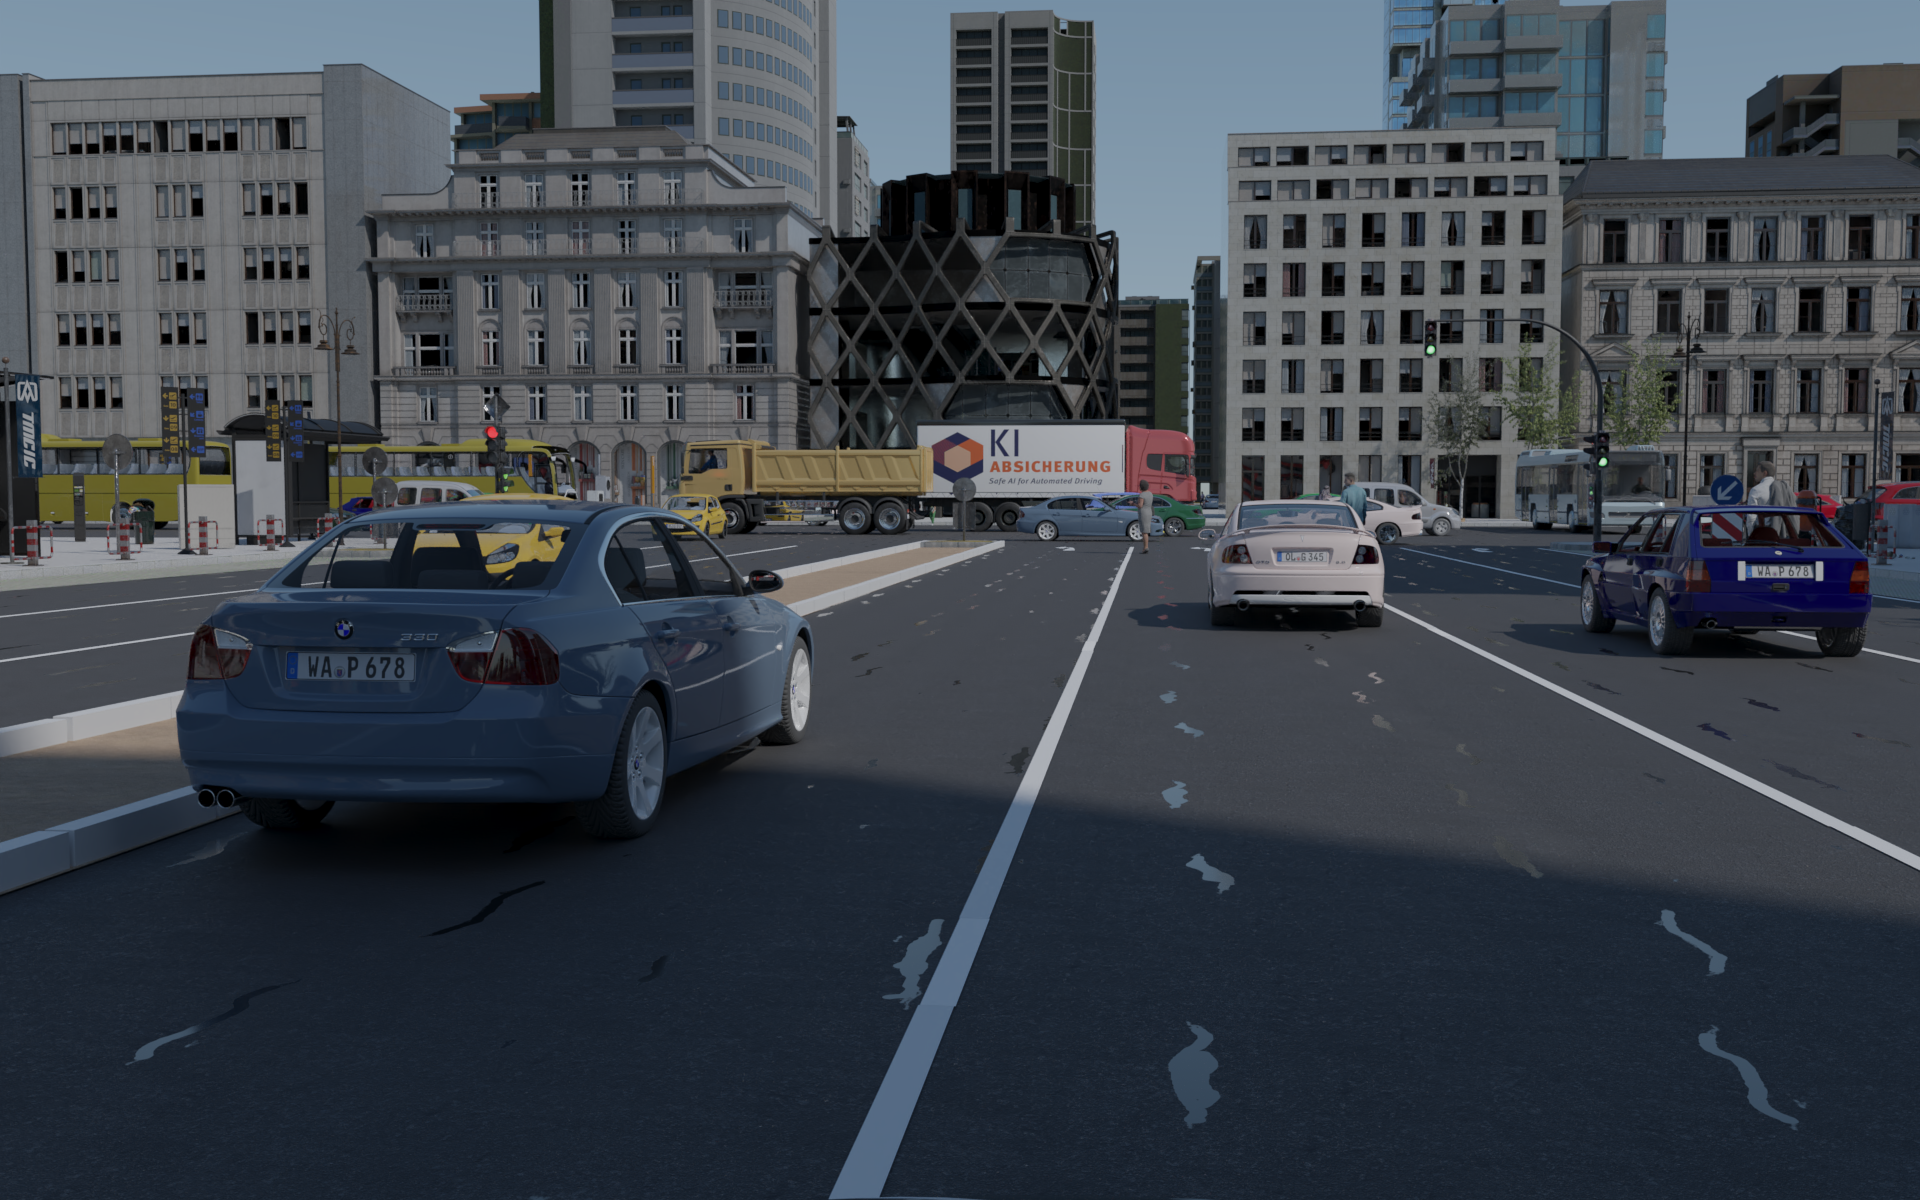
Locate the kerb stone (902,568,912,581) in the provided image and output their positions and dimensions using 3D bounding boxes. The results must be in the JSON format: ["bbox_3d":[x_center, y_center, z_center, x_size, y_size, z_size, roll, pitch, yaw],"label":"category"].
[{"bbox_3d":[-0.967,-0.395,28.647,0.120,0.150,1.000,0,4,6],"label":"kerb stone"}]

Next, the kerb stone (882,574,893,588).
[{"bbox_3d":[-1.197,-0.269,26.598,0.120,0.150,1.000,0,4,6],"label":"kerb stone"}]

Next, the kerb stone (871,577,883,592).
[{"bbox_3d":[-1.311,-0.207,25.578,0.120,0.150,1.000,0,4,6],"label":"kerb stone"}]

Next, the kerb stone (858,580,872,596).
[{"bbox_3d":[-1.423,-0.142,24.545,0.120,0.150,1.000,0,4,6],"label":"kerb stone"}]

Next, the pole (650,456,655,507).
[{"bbox_3d":[-16.448,-6.044,92.662,0.158,3.312,0.155,0,3,0],"label":"pole"}]

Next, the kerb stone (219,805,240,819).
[{"bbox_3d":[-3.273,0.862,8.146,0.120,0.150,1.000,0,4,6],"label":"kerb stone"}]

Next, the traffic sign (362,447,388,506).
[{"bbox_3d":[-15.722,-2.839,46.530,0.768,2.556,0.104,1,4,13],"label":"traffic sign"}]

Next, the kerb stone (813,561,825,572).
[{"bbox_3d":[-2.700,-0.596,31.982,0.120,0.150,1.000,0,4,6],"label":"kerb stone"}]

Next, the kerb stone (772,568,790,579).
[{"bbox_3d":[-3.050,-0.410,28.909,0.120,0.150,1.000,0,4,6],"label":"kerb stone"}]

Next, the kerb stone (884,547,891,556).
[{"bbox_3d":[-1.782,-1.099,40.157,0.120,0.150,1.000,0,4,6],"label":"kerb stone"}]

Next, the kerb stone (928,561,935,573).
[{"bbox_3d":[-0.619,-0.583,31.723,0.120,0.150,1.000,0,4,6],"label":"kerb stone"}]

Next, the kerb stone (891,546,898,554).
[{"bbox_3d":[-1.676,-1.160,41.179,0.120,0.150,1.000,0,4,6],"label":"kerb stone"}]

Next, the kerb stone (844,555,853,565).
[{"bbox_3d":[-2.358,-0.783,35.049,0.120,0.150,1.000,0,4,6],"label":"kerb stone"}]

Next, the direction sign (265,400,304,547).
[{"bbox_3d":[-16.276,-3.046,41.796,0.876,3.537,0.379,0,4,-6],"label":"direction sign"}]

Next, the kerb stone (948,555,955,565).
[{"bbox_3d":[-0.277,-0.770,34.790,0.120,0.150,1.000,0,4,6],"label":"kerb stone"}]

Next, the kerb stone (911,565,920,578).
[{"bbox_3d":[-0.852,-0.457,29.671,0.120,0.150,1.000,0,4,6],"label":"kerb stone"}]

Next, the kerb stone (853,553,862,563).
[{"bbox_3d":[-2.246,-0.849,36.073,0.120,0.150,1.000,0,4,6],"label":"kerb stone"}]

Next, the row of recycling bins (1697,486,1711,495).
[{"bbox_3d":[44.245,-6.002,105.249,3.534,1.692,1.069,-1,4,-22],"label":"row of recycling bins"}]

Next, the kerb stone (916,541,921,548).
[{"bbox_3d":[-1.208,-1.412,45.279,0.120,0.150,1.000,0,4,6],"label":"kerb stone"}]

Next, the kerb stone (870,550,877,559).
[{"bbox_3d":[-2.018,-0.974,38.117,0.120,0.150,1.000,0,4,6],"label":"kerb stone"}]

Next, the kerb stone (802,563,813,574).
[{"bbox_3d":[-2.822,-0.536,30.963,0.120,0.150,1.000,0,4,6],"label":"kerb stone"}]

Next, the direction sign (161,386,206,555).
[{"bbox_3d":[-16.472,-2.740,36.801,0.876,3.537,0.379,-3,5,-41],"label":"direction sign"}]

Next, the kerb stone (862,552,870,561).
[{"bbox_3d":[-2.132,-0.909,37.094,0.120,0.150,1.000,0,4,6],"label":"kerb stone"}]

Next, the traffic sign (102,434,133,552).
[{"bbox_3d":[-17.787,-2.229,36.547,0.768,2.556,0.104,1,4,16],"label":"traffic sign"}]

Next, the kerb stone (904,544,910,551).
[{"bbox_3d":[-1.446,-1.286,43.239,0.120,0.150,1.000,0,4,6],"label":"kerb stone"}]

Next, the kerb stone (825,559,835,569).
[{"bbox_3d":[-2.588,-0.658,33.003,0.120,0.150,1.000,0,4,6],"label":"kerb stone"}]

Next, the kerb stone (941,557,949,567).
[{"bbox_3d":[-0.390,-0.708,33.768,0.120,0.150,1.000,0,4,6],"label":"kerb stone"}]

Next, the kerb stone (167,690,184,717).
[{"bbox_3d":[-5.011,0.657,11.503,0.120,0.150,1.000,0,4,6],"label":"kerb stone"}]

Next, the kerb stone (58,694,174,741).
[{"bbox_3d":[-5.114,0.717,10.479,0.120,0.150,1.000,0,4,6],"label":"kerb stone"}]

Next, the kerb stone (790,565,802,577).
[{"bbox_3d":[-2.933,-0.474,29.941,0.120,0.150,1.000,0,4,6],"label":"kerb stone"}]

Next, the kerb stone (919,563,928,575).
[{"bbox_3d":[-0.737,-0.520,30.695,0.120,0.150,1.000,0,4,6],"label":"kerb stone"}]

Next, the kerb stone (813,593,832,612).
[{"bbox_3d":[-1.768,0.046,21.482,0.120,0.150,1.000,0,4,6],"label":"kerb stone"}]

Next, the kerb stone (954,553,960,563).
[{"bbox_3d":[-0.164,-0.829,35.811,0.120,0.150,1.000,0,4,6],"label":"kerb stone"}]

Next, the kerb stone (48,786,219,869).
[{"bbox_3d":[-3.383,0.922,7.114,0.120,0.150,1.000,0,4,6],"label":"kerb stone"}]

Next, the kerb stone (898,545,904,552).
[{"bbox_3d":[-1.554,-1.224,42.209,0.120,0.150,1.000,0,4,6],"label":"kerb stone"}]

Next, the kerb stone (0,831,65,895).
[{"bbox_3d":[-3.500,0.985,6.093,0.120,0.150,1.000,0,4,6],"label":"kerb stone"}]

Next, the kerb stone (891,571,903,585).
[{"bbox_3d":[-1.086,-0.332,27.623,0.120,0.150,1.000,0,4,6],"label":"kerb stone"}]

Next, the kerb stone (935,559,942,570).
[{"bbox_3d":[-0.505,-0.639,32.744,0.120,0.150,1.000,0,4,6],"label":"kerb stone"}]

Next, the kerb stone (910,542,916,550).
[{"bbox_3d":[-1.326,-1.349,44.259,0.120,0.150,1.000,0,4,6],"label":"kerb stone"}]

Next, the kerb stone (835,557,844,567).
[{"bbox_3d":[-2.481,-0.724,34.025,0.120,0.150,1.000,0,4,6],"label":"kerb stone"}]

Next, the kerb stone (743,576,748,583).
[{"bbox_3d":[-3.270,-0.286,26.867,0.120,0.150,1.000,0,4,6],"label":"kerb stone"}]

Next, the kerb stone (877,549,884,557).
[{"bbox_3d":[-1.900,-1.036,39.137,0.120,0.150,1.000,0,4,6],"label":"kerb stone"}]

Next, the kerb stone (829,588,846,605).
[{"bbox_3d":[-1.660,-0.019,22.504,0.120,0.150,1.000,0,4,6],"label":"kerb stone"}]

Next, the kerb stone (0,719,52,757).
[{"bbox_3d":[-5.239,0.788,9.448,0.120,0.150,1.000,0,4,6],"label":"kerb stone"}]

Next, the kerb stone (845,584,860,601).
[{"bbox_3d":[-1.537,-0.081,23.525,0.120,0.150,1.000,0,4,6],"label":"kerb stone"}]

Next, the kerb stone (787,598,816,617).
[{"bbox_3d":[-1.883,0.106,20.462,0.120,0.150,1.000,0,4,6],"label":"kerb stone"}]
